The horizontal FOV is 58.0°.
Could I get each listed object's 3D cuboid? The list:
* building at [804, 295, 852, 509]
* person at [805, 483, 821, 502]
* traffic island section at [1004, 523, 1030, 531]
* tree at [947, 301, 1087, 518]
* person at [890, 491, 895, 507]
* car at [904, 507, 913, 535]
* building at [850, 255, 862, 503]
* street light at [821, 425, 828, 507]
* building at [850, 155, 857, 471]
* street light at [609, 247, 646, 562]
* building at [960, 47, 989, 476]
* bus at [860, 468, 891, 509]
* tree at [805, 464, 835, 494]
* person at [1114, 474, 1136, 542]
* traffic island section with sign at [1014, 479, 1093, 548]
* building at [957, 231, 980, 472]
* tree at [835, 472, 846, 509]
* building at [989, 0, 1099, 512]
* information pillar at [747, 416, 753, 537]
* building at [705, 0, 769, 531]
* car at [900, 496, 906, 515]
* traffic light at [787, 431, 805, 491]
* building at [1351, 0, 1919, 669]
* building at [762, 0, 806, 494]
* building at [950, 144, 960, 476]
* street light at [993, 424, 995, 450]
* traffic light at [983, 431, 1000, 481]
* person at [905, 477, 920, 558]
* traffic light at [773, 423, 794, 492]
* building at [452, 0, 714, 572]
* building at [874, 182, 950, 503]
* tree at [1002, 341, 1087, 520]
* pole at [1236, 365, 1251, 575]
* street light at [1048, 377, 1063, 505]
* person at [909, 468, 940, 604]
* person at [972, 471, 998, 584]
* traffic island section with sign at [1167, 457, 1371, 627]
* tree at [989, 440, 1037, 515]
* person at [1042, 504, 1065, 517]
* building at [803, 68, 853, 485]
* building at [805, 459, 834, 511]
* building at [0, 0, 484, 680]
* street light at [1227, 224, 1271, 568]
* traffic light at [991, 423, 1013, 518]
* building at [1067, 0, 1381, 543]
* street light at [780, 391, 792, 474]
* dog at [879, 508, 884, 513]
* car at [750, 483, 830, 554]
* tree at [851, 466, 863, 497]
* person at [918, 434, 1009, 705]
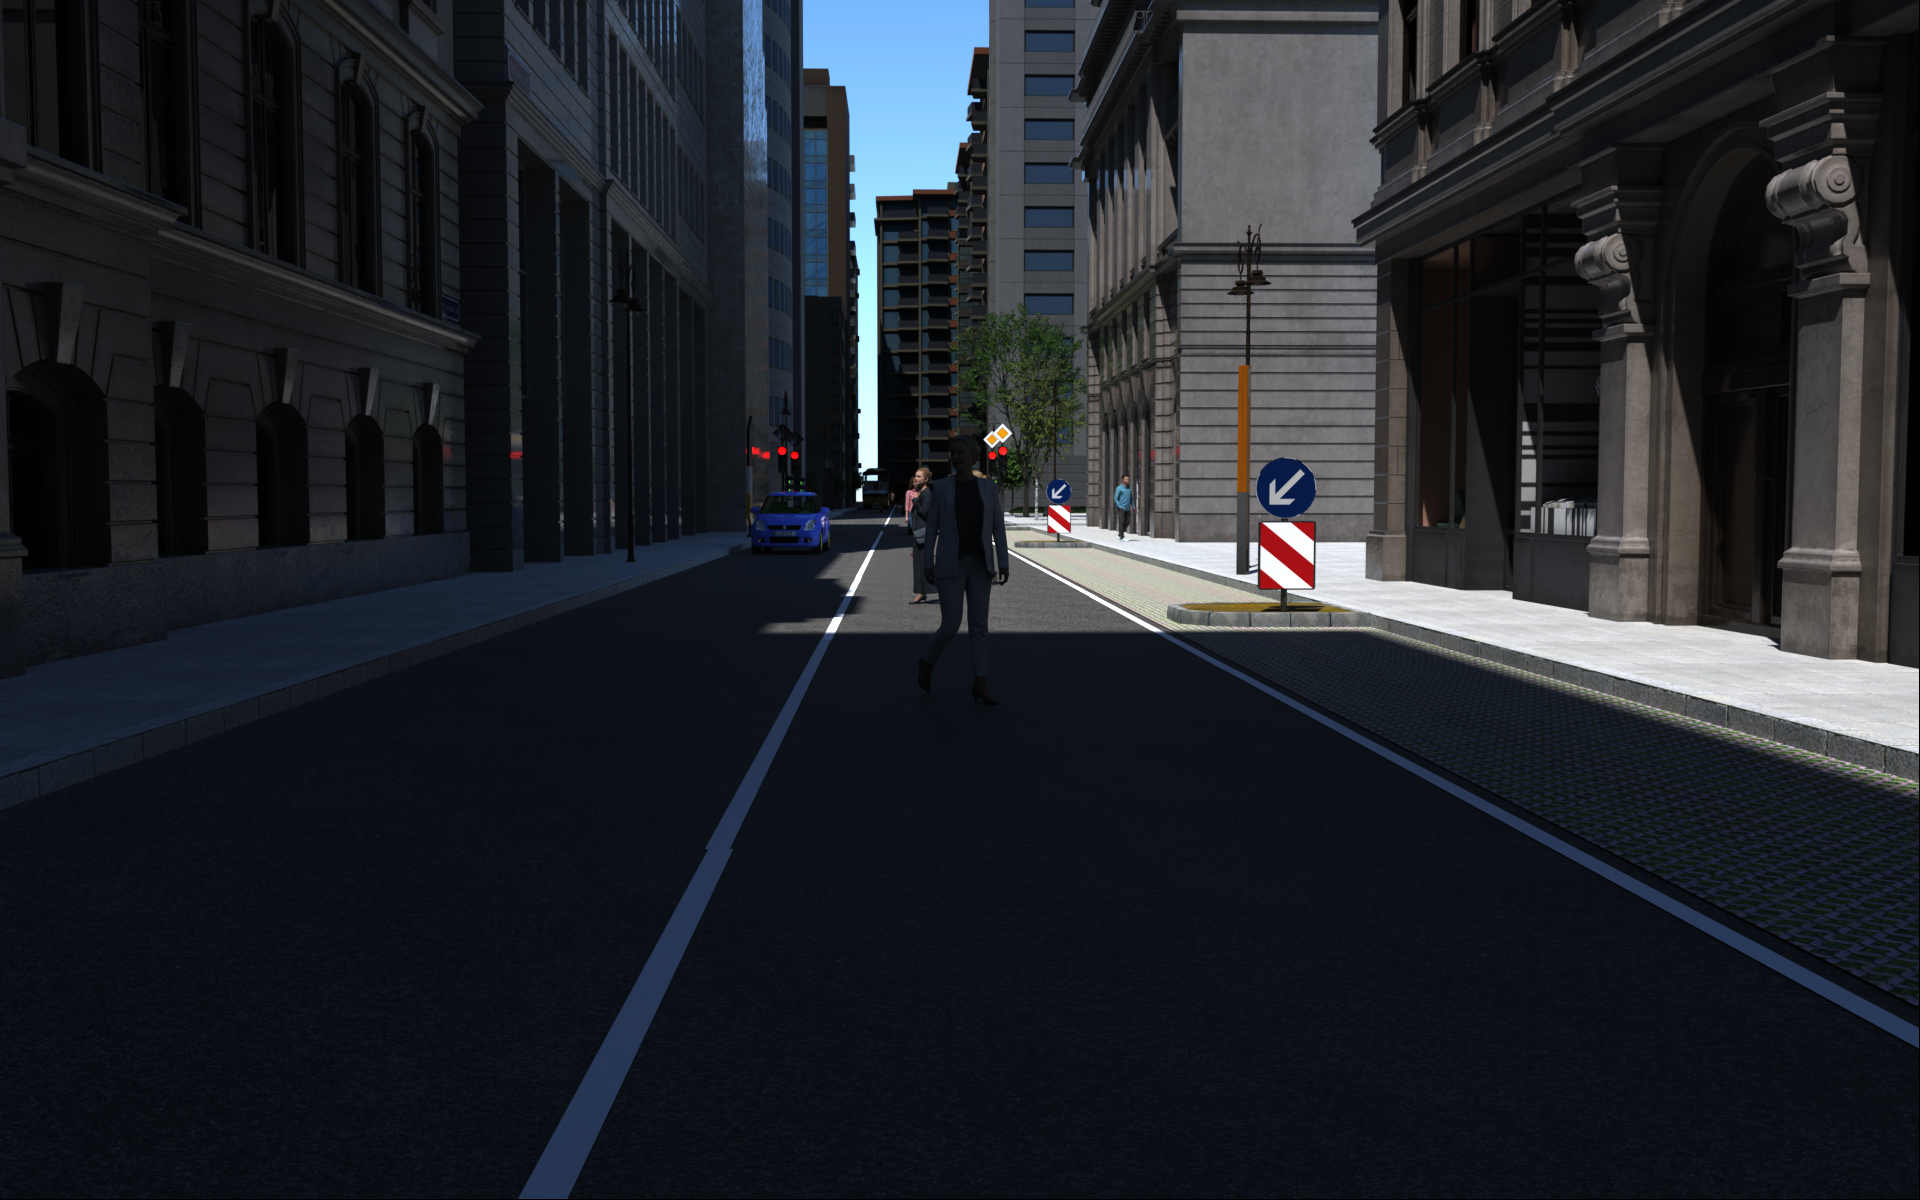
[{"bbox_3d":[-24.636,-19.613,165.708,27.650,21.520,28.899,0,4,-2],"label":"building"},{"bbox_3d":[-5.344,-3.238,61.425,0.713,1.824,0.794,2,4,29],"label":"person"},{"bbox_3d":[1.709,-2.852,68.907,2.009,0.180,2.903,0,4,-2],"label":"traffic island section"},{"bbox_3d":[3.468,-10.346,94.920,9.928,11.665,9.643,0,3,0],"label":"tree"},{"bbox_3d":[-7.626,-11.328,193.720,0.705,1.824,1.348,-3,4,-36],"label":"person"},{"bbox_3d":[-0.958,-3.050,62.234,2.083,1.381,4.827,0,4,-2],"label":"car"},{"bbox_3d":[-26.531,-34.162,250.431,23.993,40.220,32.217,0,4,-2],"label":"building"},{"bbox_3d":[-9.001,-8.715,115.278,0.468,5.910,1.993,0,4,-2],"label":"street light"},{"bbox_3d":[-28.232,-36.360,214.098,30.456,49.044,23.786,0,4,-2],"label":"building"},{"bbox_3d":[-6.231,-3.659,32.620,0.468,5.910,1.993,0,4,-2],"label":"street light"},{"bbox_3d":[11.866,-31.519,169.957,22.147,44.769,28.867,0,4,-2],"label":"building"},{"bbox_3d":[-8.023,-10.700,166.497,2.896,3.916,12.252,0,4,-2],"label":"bus"},{"bbox_3d":[-9.356,-7.068,110.158,1.663,3.219,1.824,0,3,0],"label":"tree"},{"bbox_3d":[4.431,-2.507,47.044,0.660,1.820,0.620,-3,5,-44],"label":"person"},{"bbox_3d":[2.476,-2.314,46.466,1.989,1.847,2.006,0,4,-2],"label":"traffic island section with sign"},{"bbox_3d":[6.658,-25.703,191.945,14.160,30.474,14.107,0,4,-2],"label":"building"},{"bbox_3d":[-10.433,-9.306,146.755,1.663,3.219,1.824,0,3,0],"label":"tree"},{"bbox_3d":[12.721,-36.206,133.973,21.231,58.520,28.212,0,4,-2],"label":"building"},{"bbox_3d":[-6.270,-3.688,51.657,0.183,3.616,0.504,0,4,3],"label":"information pillar"},{"bbox_3d":[-15.896,-12.779,63.685,16.860,20.320,10.420,0,4,-2],"label":"building"},{"bbox_3d":[-3.161,-6.741,122.019,2.131,1.459,4.920,0,3,0],"label":"car"},{"bbox_3d":[-7.257,-5.354,76.464,0.839,4.253,0.868,0,4,-2],"label":"traffic light"},{"bbox_3d":[10.633,-10.616,24.484,10.553,20.767,40.483,0,4,-2],"label":"building"},{"bbox_3d":[-19.569,-33.585,91.120,21.231,58.520,28.212,0,4,-2],"label":"building"},{"bbox_3d":[10.528,-34.157,213.098,22.147,44.769,28.867,0,4,-2],"label":"building"},{"bbox_3d":[2.201,-8.576,113.009,0.468,5.910,1.993,0,4,-2],"label":"street light"},{"bbox_3d":[1.399,-5.373,76.772,0.839,4.253,0.868,0,4,-2],"label":"traffic light"},{"bbox_3d":[-1.016,-1.867,39.032,0.555,1.821,0.388,-3,5,-44],"label":"person"},{"bbox_3d":[-6.987,-4.866,68.484,0.839,4.253,0.868,0,4,-2],"label":"traffic light"},{"bbox_3d":[-13.246,-16.187,42.158,11.434,29.767,29.804,0,4,-2],"label":"building"},{"bbox_3d":[0.774,-36.161,245.848,28.867,44.769,22.147,0,4,-2],"label":"building"},{"bbox_3d":[3.959,-8.194,84.331,4.737,8.622,4.395,0,3,0],"label":"tree"},{"bbox_3d":[4.510,-2.060,27.519,0.158,3.312,0.155,0,3,0],"label":"pole"},{"bbox_3d":[3.756,-5.854,68.497,0.468,5.910,1.993,0,4,-2],"label":"street light"},{"bbox_3d":[-0.431,-0.835,22.575,0.534,1.772,0.576,-2,4,-28],"label":"person"},{"bbox_3d":[0.305,-1.126,27.129,0.641,1.798,0.478,0,4,-3],"label":"person"},{"bbox_3d":[3.386,-0.663,19.461,1.989,1.847,2.006,0,4,-2],"label":"traffic island section with sign"},{"bbox_3d":[3.136,-7.429,105.182,4.285,4.588,4.351,0,3,0],"label":"tree"},{"bbox_3d":[5.334,-5.616,98.082,1.509,1.804,0.699,-2,4,-30],"label":"person"},{"bbox_3d":[-18.961,-32.819,186.694,14.600,45.320,14.200,0,4,-2],"label":"building"},{"bbox_3d":[-19.968,-42.248,129.007,20.563,71.187,20.611,0,4,-2],"label":"building"},{"bbox_3d":[-12.375,-11.662,9.759,14.460,24.649,34.723,0,4,-2],"label":"building"},{"bbox_3d":[4.967,-3.494,29.910,0.468,5.910,1.993,0,4,-2],"label":"street light"},{"bbox_3d":[1.669,-4.885,68.791,0.839,4.253,0.868,0,4,-2],"label":"traffic light"},{"bbox_3d":[11.261,-13.153,56.846,13.314,21.916,24.055,0,4,-2],"label":"building"},{"bbox_3d":[-7.689,-6.355,76.694,0.468,5.910,1.993,0,4,-2],"label":"street light"},{"bbox_3d":[-5.968,-6.707,129.852,0.550,0.427,0.748,1,4,14],"label":"dog"},{"bbox_3d":[-4.131,-2.012,42.490,1.945,1.707,3.694,0,3,0],"label":"car"},{"bbox_3d":[-12.522,-13.183,199.251,4.285,4.588,4.351,0,3,0],"label":"tree"},{"bbox_3d":[0.000,-0.222,12.015,0.514,1.842,0.818,-2,4,-33],"label":"person"}]
